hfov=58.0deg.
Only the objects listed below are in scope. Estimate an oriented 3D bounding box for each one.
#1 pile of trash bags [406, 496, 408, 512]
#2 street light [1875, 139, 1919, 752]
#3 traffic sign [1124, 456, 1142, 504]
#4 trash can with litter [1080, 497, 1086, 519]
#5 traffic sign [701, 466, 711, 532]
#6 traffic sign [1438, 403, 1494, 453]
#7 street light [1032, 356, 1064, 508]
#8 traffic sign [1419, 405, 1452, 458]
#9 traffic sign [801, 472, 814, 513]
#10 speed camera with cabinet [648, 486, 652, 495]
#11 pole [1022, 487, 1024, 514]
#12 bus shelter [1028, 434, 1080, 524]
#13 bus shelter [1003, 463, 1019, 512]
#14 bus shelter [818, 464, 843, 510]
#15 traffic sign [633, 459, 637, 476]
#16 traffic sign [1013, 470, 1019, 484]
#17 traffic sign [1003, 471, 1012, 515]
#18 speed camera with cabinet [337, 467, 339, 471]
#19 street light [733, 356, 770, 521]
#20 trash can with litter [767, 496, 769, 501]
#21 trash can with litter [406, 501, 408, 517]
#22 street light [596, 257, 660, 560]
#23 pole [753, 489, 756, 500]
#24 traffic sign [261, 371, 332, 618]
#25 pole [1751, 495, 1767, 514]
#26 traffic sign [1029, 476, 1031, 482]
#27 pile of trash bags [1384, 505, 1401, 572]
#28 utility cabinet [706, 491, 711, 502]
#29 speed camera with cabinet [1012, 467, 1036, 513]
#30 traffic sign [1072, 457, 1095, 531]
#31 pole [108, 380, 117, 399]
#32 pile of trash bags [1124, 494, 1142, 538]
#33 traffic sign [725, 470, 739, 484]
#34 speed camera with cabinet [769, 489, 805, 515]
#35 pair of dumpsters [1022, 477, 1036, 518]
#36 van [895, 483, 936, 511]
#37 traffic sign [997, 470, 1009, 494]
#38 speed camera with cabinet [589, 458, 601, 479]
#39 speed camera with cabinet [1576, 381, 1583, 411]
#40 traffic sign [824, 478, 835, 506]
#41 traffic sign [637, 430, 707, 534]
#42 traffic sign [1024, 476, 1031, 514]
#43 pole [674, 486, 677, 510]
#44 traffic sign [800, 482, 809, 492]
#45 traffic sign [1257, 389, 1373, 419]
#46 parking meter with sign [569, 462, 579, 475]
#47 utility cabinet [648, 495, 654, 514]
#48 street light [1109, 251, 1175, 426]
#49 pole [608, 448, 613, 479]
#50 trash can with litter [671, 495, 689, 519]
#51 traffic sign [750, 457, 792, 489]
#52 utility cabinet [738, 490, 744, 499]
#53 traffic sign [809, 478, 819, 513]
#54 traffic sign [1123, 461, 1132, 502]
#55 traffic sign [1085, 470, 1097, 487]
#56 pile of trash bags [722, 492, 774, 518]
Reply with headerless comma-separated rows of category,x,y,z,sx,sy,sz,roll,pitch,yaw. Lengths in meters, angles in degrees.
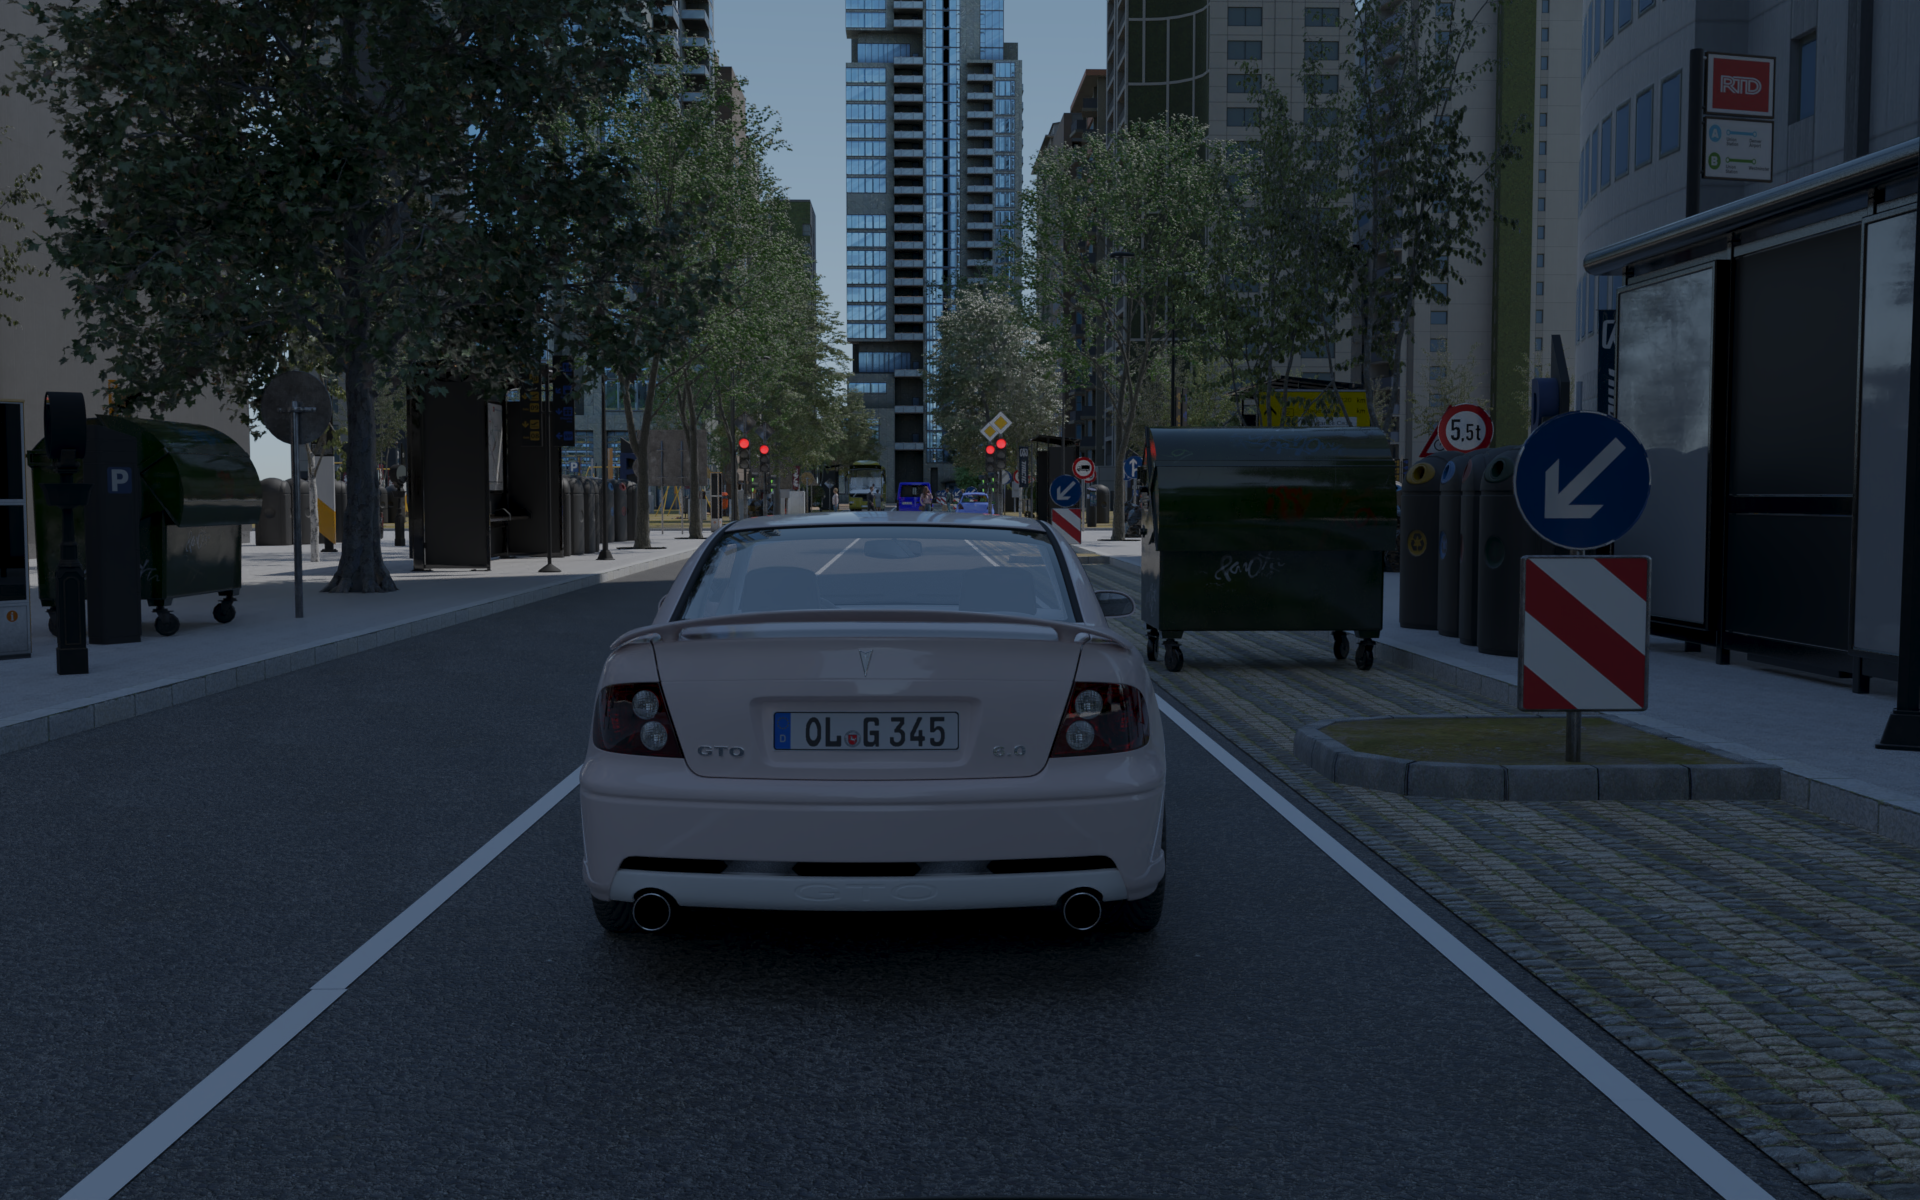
pile of trash bags,-39.923,-6.846,121.687,3.447,1.369,1.912,2,4,32
street light,4.252,-2.204,8.579,1.470,5.913,1.316,0,4,-2
traffic sign,5.863,-3.544,58.046,0.768,2.556,0.104,0,4,6
trash can with litter,6.281,-4.696,87.831,2.233,1.210,1.678,-1,4,-16
traffic sign,-8.765,-3.592,58.732,0.884,2.594,0.081,0,4,-1
traffic sign,7.093,-1.484,24.378,0.768,2.556,0.104,0,4,5
street light,2.915,-5.231,58.072,1.470,5.913,1.316,0,4,-2
traffic sign,7.125,-1.546,25.279,0.884,2.594,0.081,0,4,1
traffic sign,-8.746,-6.061,99.208,0.768,2.556,0.104,0,4,3
speed camera with cabinet,-25.216,-8.895,139.769,0.660,3.252,2.038,-1,4,-11
pole,4.089,-7.177,111.183,0.158,3.312,0.155,0,3,0
bus shelter,3.863,-4.892,71.262,1.731,3.624,6.357,0,4,-2
bus shelter,3.361,-8.150,124.541,1.731,3.624,6.357,0,4,-2
bus shelter,-10.336,-9.031,138.941,1.731,3.624,6.357,0,4,-2
traffic sign,-10.609,-3.547,58.099,0.768,2.556,0.104,0,4,8
traffic sign,3.085,-5.388,88.199,0.768,2.556,0.104,0,4,0
traffic sign,2.429,-5.736,93.887,0.768,2.556,0.104,0,4,6
speed camera with cabinet,-45.307,-7.945,124.232,2.038,3.252,0.660,-1,4,-19
street light,-7.085,-5.254,58.441,1.470,5.913,1.316,0,4,-2
trash can with litter,-15.154,-7.634,136.211,0.624,1.170,1.055,-2,4,-23
trash can with litter,-31.070,-5.237,97.004,1.055,1.170,0.624,1,4,16
street light,-6.358,-3.730,33.525,1.470,5.913,1.316,0,4,-2
pole,-13.008,-7.084,109.662,0.158,3.312,0.155,0,3,0
traffic sign,-6.856,-1.088,17.894,0.768,2.556,0.104,0,4,6
pole,11.759,-1.934,25.456,0.158,3.312,0.155,0,3,0
traffic sign,4.848,-7.293,119.339,0.768,2.556,0.104,0,4,7
pile of trash bags,6.819,-1.136,28.330,1.912,1.369,3.447,-1,4,-14
utility cabinet,-16.050,-6.315,111.933,0.318,1.500,1.173,-2,4,-32
speed camera with cabinet,4.669,-7.708,120.358,2.038,3.252,0.660,1,4,16
traffic sign,4.227,-3.623,59.338,0.768,2.556,0.104,0,4,1
pole,-15.116,-2.273,31.001,0.158,3.312,0.155,0,3,0
pile of trash bags,5.688,-2.601,52.280,1.912,1.369,3.447,0,4,3
traffic sign,-12.000,-5.574,91.234,0.768,2.556,0.104,0,4,4
speed camera with cabinet,-10.026,-6.482,100.314,2.038,3.252,0.660,0,4,2
pair of dumpsters,4.256,-5.619,94.371,1.574,2.255,4.437,0,4,-2
van,-2.441,-5.490,94.138,2.240,2.365,5.245,0,4,-1
traffic sign,2.237,-5.622,92.029,0.768,2.556,0.104,0,4,4
speed camera with cabinet,-20.426,-6.181,95.396,0.660,3.252,2.038,1,4,17
speed camera with cabinet,11.584,-2.207,30.417,2.038,3.252,0.660,1,4,23
traffic sign,-9.270,-7.472,123.345,0.795,2.450,0.064,0,4,4
traffic sign,-9.144,-3.738,54.987,2.265,3.308,0.079,0,4,5
traffic sign,4.129,-6.762,110.657,0.768,2.556,0.104,0,4,5
pole,-23.000,-8.940,140.014,0.158,3.312,0.155,0,3,0
traffic sign,-11.458,-7.810,127.693,0.884,2.594,0.081,0,4,3
traffic sign,6.881,-2.437,33.719,2.265,3.308,0.079,0,4,-1
parking meter with sign,-21.118,-5.917,93.002,0.543,3.016,1.738,1,4,18
utility cabinet,-20.726,-6.322,114.519,1.020,1.237,0.306,2,4,28
street light,3.557,-3.719,33.343,1.470,5.913,1.316,0,4,-2
pole,-15.537,-5.086,77.001,0.158,3.312,0.155,0,3,0
trash can with litter,-14.123,-4.796,89.468,1.678,1.210,2.233,-2,4,-25
traffic sign,-10.263,-6.135,94.176,2.265,3.308,0.079,0,4,1
utility cabinet,-11.980,-5.242,94.390,0.318,1.500,1.173,-1,4,-14
traffic sign,-9.234,-6.590,107.747,0.884,2.594,0.081,0,4,0
traffic sign,6.317,-4.026,65.923,0.768,2.556,0.104,0,4,5
traffic sign,5.929,-4.886,79.996,0.768,2.556,0.104,0,4,7
pile of trash bags,-10.805,-4.732,87.117,3.447,1.369,1.912,-1,4,-23
